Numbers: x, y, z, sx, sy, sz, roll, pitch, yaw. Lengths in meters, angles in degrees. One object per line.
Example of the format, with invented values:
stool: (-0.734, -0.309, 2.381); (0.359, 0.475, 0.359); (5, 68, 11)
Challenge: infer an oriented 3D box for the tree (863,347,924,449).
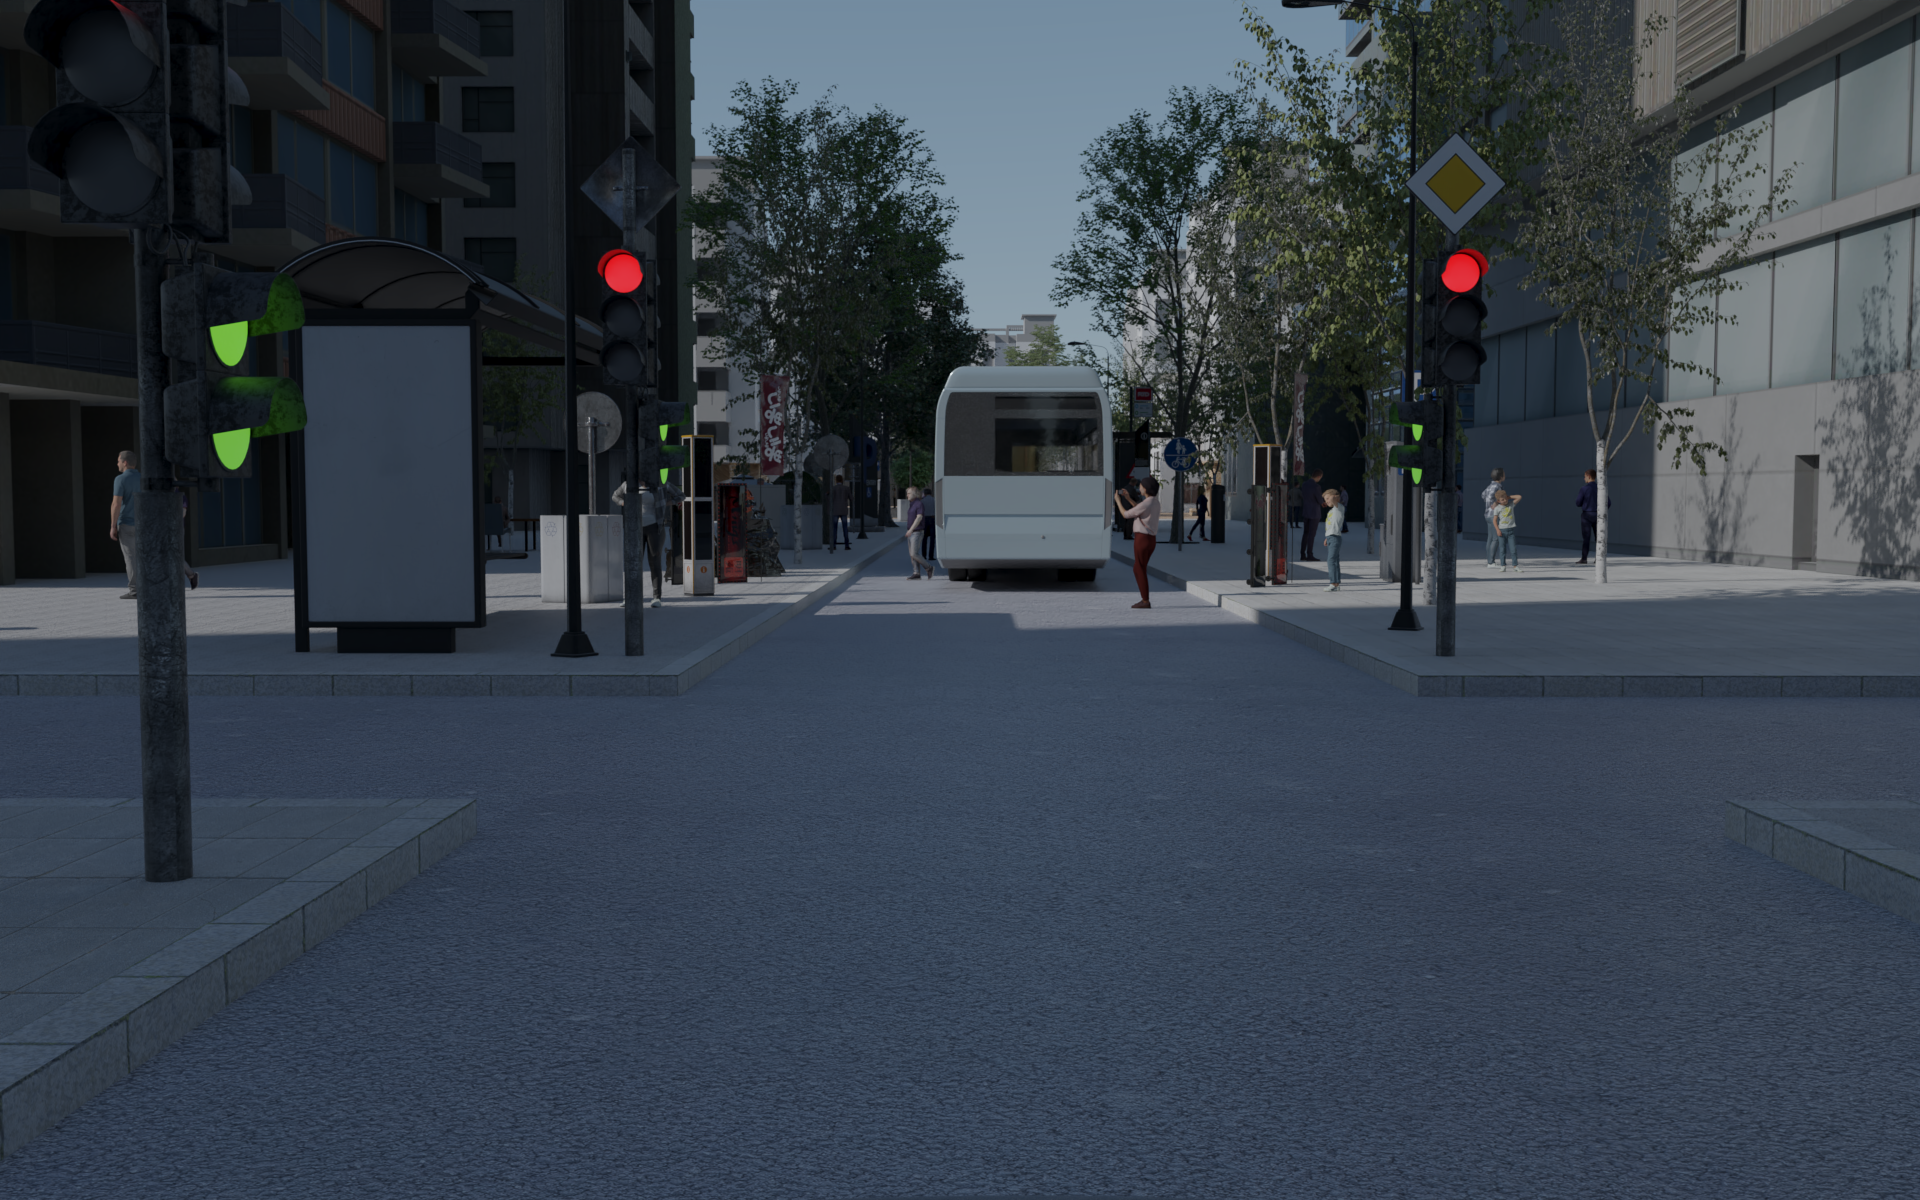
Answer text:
tree: (-3.178, -8.813, 78.506); (8.767, 10.594, 7.601); (0, 4, 6)

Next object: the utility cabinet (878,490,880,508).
utility cabinet: (-4.234, -4.692, 85.391); (0.318, 1.500, 1.173); (-1, 4, -20)

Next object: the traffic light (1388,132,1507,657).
traffic light: (3.831, -1.511, 13.623); (0.839, 4.253, 0.868); (0, 4, 0)

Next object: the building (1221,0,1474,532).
building: (24.537, -46.402, 71.340); (22.319, 86.520, 31.000); (0, 4, 0)

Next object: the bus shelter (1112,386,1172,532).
bus shelter: (6.111, -5.179, 62.304); (2.179, 5.291, 8.768); (0, 4, 1)

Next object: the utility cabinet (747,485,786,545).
utility cabinet: (-4.799, -2.025, 41.783); (1.173, 1.500, 0.318); (0, 4, -8)

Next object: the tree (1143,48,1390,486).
tree: (5.413, -4.831, 29.350); (4.360, 8.622, 3.978); (0, 3, 0)

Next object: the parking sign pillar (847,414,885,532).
parking sign pillar: (-3.263, -4.294, 58.673); (1.447, 3.967, 1.447); (2, 4, 25)

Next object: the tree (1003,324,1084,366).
tree: (5.493, -12.074, 115.532); (7.486, 12.596, 7.792); (0, 3, 0)

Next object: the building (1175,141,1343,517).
building: (21.139, -14.815, 98.648); (16.016, 20.091, 11.380); (0, 4, 0)

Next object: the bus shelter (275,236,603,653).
bus shelter: (-4.611, -1.375, 16.404); (2.014, 3.302, 5.546); (0, 4, 0)

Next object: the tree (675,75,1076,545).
tree: (-3.484, -7.225, 43.888); (9.928, 11.665, 9.643); (0, 3, 0)

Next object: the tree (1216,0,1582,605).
tree: (5.209, -4.244, 19.751); (4.737, 8.622, 4.395); (0, 3, 0)

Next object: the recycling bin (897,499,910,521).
recycling bin: (-2.544, -4.230, 81.719); (0.722, 1.027, 0.722); (-1, 4, -11)

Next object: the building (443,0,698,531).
building: (-18.085, -17.958, 65.322); (14.160, 30.474, 14.107); (0, 4, 0)

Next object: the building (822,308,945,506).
building: (-17.561, -21.435, 194.430); (32.646, 21.610, 27.936); (0, 4, 0)

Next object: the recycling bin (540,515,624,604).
recycling bin: (-4.502, -0.495, 20.651); (0.722, 1.027, 0.722); (1, 4, 23)

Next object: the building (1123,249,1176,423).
building: (21.424, -17.309, 139.426); (16.016, 20.091, 11.380); (0, 4, 0)

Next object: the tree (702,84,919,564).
tree: (-2.985, -4.989, 31.933); (4.360, 8.622, 3.978); (0, 3, 0)

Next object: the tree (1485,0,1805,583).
tree: (9.242, -4.532, 24.454); (4.360, 8.622, 3.978); (0, 3, 0)

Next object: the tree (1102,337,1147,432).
tree: (7.966, -7.940, 80.185); (4.737, 8.622, 4.395); (0, 3, 0)

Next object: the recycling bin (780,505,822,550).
recycling bin: (-3.678, -1.688, 40.154); (0.722, 1.027, 0.722); (3, 5, 41)

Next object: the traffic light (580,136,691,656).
traffic light: (-2.570, -1.513, 13.651); (0.839, 4.253, 0.868); (0, 4, 0)

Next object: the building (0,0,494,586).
building: (-22.928, -23.294, 35.486); (22.147, 44.769, 28.867); (0, 4, 0)

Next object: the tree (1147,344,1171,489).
tree: (9.683, -7.081, 66.134); (4.737, 8.622, 4.395); (0, 3, 0)

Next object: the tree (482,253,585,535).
tree: (-13.886, -6.323, 53.739); (4.737, 8.622, 4.395); (0, 3, 0)

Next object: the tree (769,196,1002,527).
tree: (-2.815, -9.169, 66.922); (9.611, 12.733, 9.660); (0, 3, 0)

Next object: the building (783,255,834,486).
building: (-18.540, -17.042, 135.052); (16.016, 20.091, 11.380); (0, 4, 0)

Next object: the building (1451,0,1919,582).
building: (26.346, -27.164, 33.375); (27.495, 52.752, 28.713); (0, 4, 0)

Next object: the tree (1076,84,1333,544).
tree: (5.716, -7.257, 44.406); (9.928, 11.665, 9.643); (0, 3, 0)

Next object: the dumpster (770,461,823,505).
dumpster: (-4.779, -2.976, 51.156); (1.502, 2.255, 1.985); (0, 4, 0)

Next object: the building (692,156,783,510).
building: (-18.581, -14.599, 95.110); (16.016, 20.091, 11.380); (0, 4, 0)

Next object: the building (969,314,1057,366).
building: (4.496, -20.321, 188.667); (11.380, 20.091, 16.016); (0, 4, 0)

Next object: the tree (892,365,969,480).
tree: (-2.406, -15.204, 155.237); (9.857, 13.997, 8.962); (0, 3, 0)

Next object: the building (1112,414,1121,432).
building: (24.190, -14.823, 184.508); (28.070, 9.664, 9.099); (0, 4, 0)

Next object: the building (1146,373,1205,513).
building: (18.460, -10.883, 120.078); (9.099, 9.664, 28.070); (0, 4, 0)

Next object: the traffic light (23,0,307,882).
traffic light: (-2.626, -1.024, 5.667); (0.839, 4.253, 0.868); (0, 4, 0)

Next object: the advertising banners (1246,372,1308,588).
advertising banners: (4.509, -1.728, 24.441); (0.090, 3.025, 2.074); (2, 4, 33)

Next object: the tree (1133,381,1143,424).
tree: (9.361, -7.534, 73.545); (4.360, 8.622, 3.978); (0, 3, 0)

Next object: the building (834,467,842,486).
building: (-16.161, -17.929, 149.555); (11.380, 20.091, 16.016); (0, 4, 0)

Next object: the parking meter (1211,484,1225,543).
parking meter: (6.728, -2.247, 45.151); (0.372, 1.533, 0.369); (0, 3, 0)

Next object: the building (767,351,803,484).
building: (-14.878, -10.612, 115.657); (9.099, 9.664, 28.070); (0, 4, 0)

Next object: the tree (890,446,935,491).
tree: (-2.919, -7.664, 109.025); (4.285, 4.588, 4.351); (0, 3, 0)

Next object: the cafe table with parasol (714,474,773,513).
cafe table with parasol: (-7.263, -3.243, 57.885); (2.610, 1.966, 2.610); (2, 4, 32)

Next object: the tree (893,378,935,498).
tree: (-1.810, -13.764, 143.166); (7.486, 12.596, 7.792); (0, 3, 0)

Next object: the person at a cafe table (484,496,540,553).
person at a cafe table: (-10.156, -1.689, 38.482); (1.698, 1.238, 1.726); (0, 4, 0)
